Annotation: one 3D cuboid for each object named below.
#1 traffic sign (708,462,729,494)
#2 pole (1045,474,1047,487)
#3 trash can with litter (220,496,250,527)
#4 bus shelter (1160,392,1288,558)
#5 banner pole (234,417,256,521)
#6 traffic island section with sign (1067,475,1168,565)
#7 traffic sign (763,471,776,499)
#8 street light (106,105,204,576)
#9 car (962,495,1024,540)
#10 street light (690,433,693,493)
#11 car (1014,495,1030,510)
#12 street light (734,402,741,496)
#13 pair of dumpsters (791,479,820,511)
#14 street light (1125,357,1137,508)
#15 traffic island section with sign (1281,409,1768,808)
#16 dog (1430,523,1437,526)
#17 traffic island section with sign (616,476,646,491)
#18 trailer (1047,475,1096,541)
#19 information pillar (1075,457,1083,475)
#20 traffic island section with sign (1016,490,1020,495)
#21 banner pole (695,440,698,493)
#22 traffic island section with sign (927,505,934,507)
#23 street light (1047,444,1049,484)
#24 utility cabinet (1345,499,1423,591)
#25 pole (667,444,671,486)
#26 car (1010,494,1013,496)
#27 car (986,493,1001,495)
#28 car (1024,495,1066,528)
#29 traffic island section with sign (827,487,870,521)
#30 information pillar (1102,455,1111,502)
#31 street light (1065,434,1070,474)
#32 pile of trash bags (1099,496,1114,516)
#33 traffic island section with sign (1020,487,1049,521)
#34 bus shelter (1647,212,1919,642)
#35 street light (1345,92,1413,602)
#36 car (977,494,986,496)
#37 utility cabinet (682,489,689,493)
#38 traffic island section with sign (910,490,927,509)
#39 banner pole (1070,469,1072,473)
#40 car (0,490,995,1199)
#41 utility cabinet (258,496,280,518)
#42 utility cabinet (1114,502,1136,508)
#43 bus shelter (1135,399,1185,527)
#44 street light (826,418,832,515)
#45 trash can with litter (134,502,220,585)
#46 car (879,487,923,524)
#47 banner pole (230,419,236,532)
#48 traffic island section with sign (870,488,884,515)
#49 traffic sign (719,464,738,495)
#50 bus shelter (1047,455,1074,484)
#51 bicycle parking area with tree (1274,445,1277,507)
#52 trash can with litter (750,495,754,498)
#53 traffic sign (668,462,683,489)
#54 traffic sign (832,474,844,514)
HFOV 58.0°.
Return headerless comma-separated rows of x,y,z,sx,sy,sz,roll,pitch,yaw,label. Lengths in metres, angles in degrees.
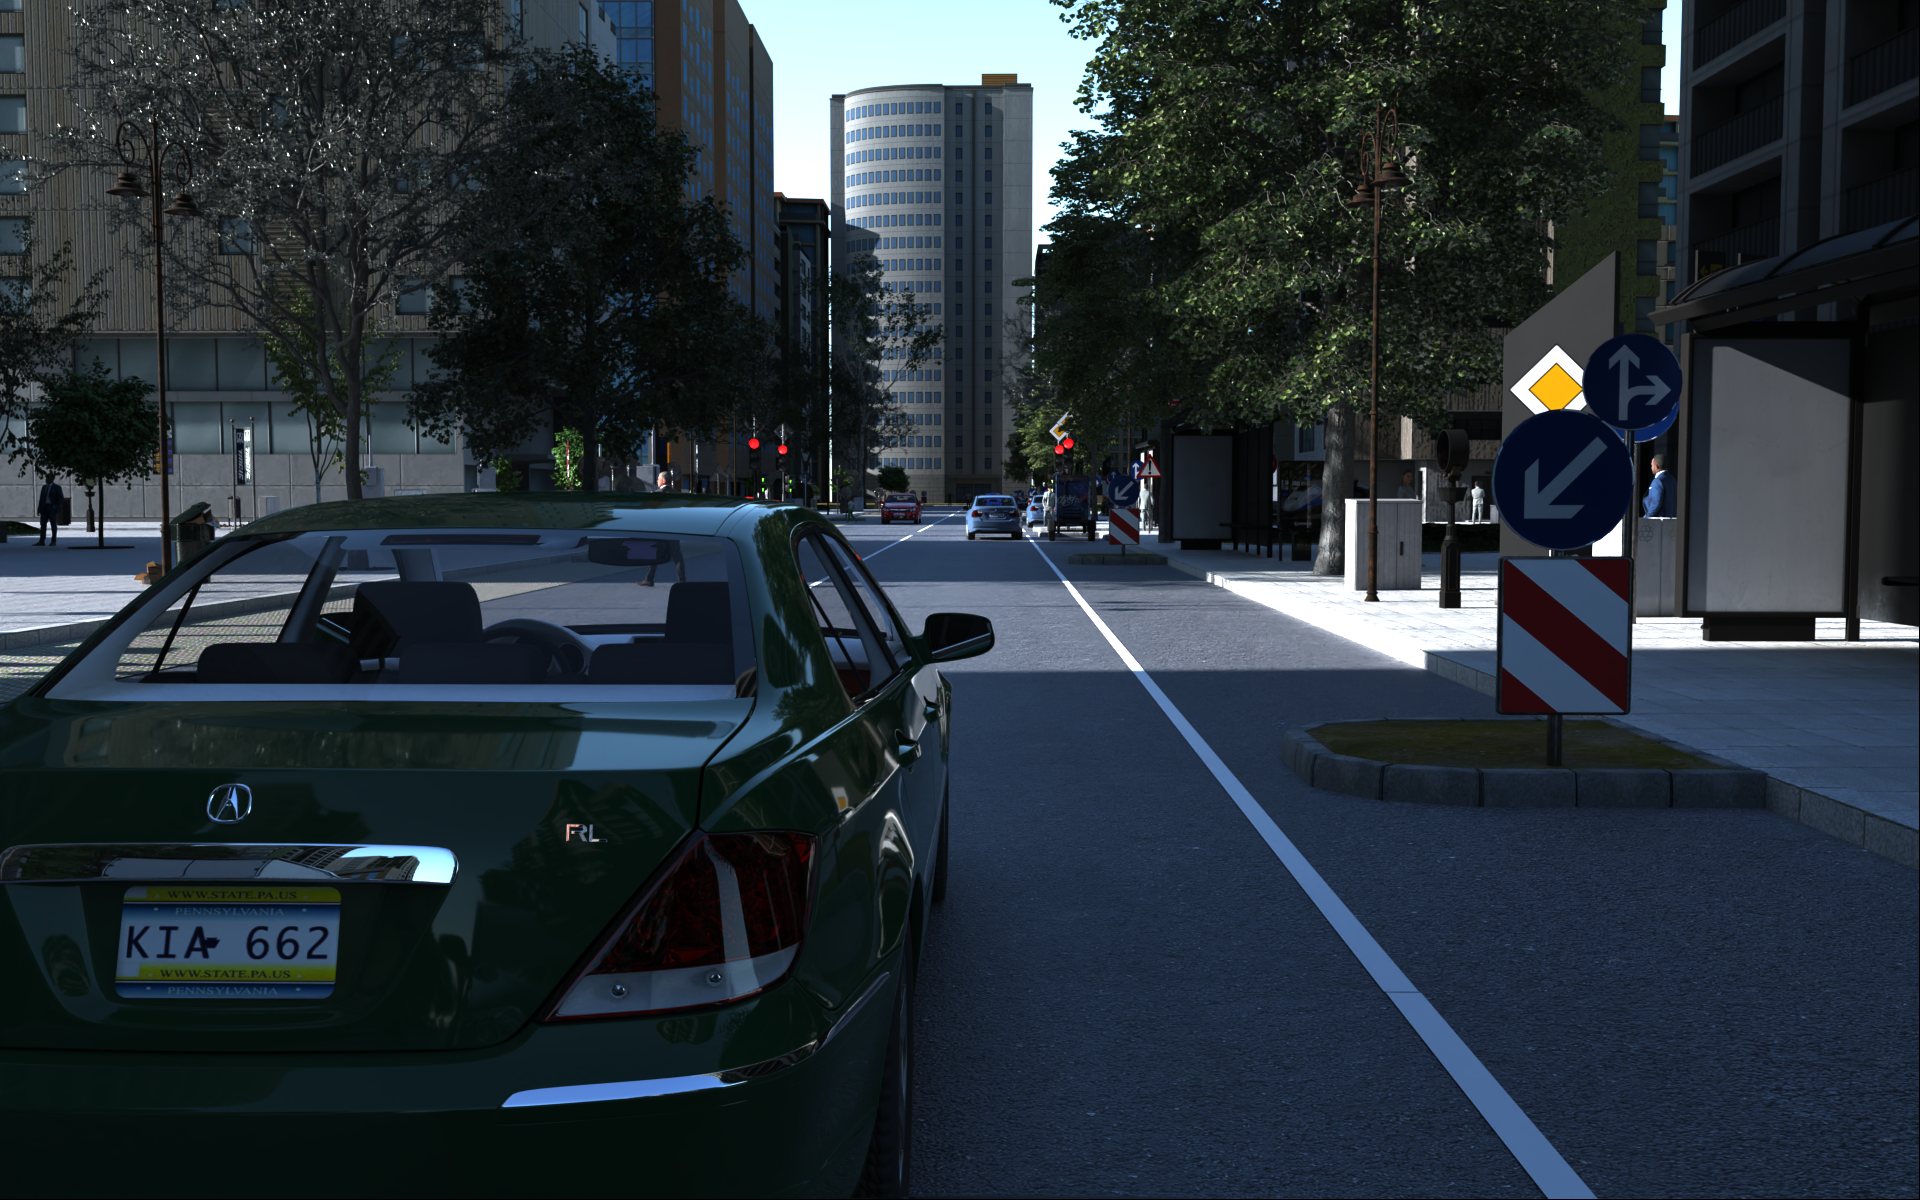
-9.881,-4.335,70.881,0.884,2.594,0.081,0,4,7,traffic sign
6.580,-8.484,132.556,0.158,3.312,0.155,0,3,0,pole
-28.579,-3.457,67.577,2.233,1.210,1.678,1,4,14,trash can with litter
5.571,-2.649,37.242,2.014,3.302,5.546,0,4,1,bus shelter
-23.112,-4.061,56.417,0.863,3.779,0.401,3,5,42,banner pole
3.242,-1.675,36.012,1.989,1.847,2.006,0,4,1,traffic island section with sign
-10.599,-5.862,95.954,0.768,2.556,0.104,0,4,7,traffic sign
-9.761,-2.959,21.162,0.468,5.910,1.993,0,4,1,street light
1.083,-2.664,55.557,2.014,1.417,4.499,0,4,-1,car
-9.053,-5.235,58.374,0.468,5.910,1.993,0,4,1,street light
4.873,-7.496,135.135,1.945,1.354,3.894,0,4,2,car
-8.806,-5.814,67.842,0.468,5.910,1.993,0,4,1,street light
-9.574,-6.373,106.699,1.574,2.255,4.437,0,4,1,pair of dumpsters
5.682,-5.212,58.005,0.468,5.910,1.993,0,4,1,street light
2.721,-0.014,8.862,1.989,1.847,2.006,0,4,1,traffic island section with sign
13.079,-1.848,47.040,0.406,0.507,0.540,3,5,44,dog
-7.065,-1.731,36.929,1.989,1.847,2.006,0,4,1,traffic island section with sign
3.451,-2.856,53.743,1.471,1.999,3.904,0,4,3,trailer
7.503,-7.187,108.866,0.504,3.616,0.183,1,4,10,information pillar
4.825,-6.708,118.303,1.989,1.847,2.006,0,4,1,traffic island section with sign
-11.205,-5.117,73.685,0.401,3.779,0.863,-1,4,-17,banner pole
-4.000,-11.484,196.387,1.989,1.847,2.006,0,4,1,traffic island section with sign
7.231,-10.298,141.168,0.468,5.910,1.993,0,4,1,street light
5.683,-0.737,23.218,1.020,1.237,0.306,-1,4,-18,utility cabinet
-11.536,-4.567,68.512,0.158,3.312,0.155,0,3,0,pole
5.811,-10.468,179.940,1.959,1.807,4.718,0,4,1,car
2.640,-7.812,137.314,1.945,1.707,3.694,0,4,0,car
3.777,-3.863,75.156,2.014,1.417,4.499,0,4,1,car
-6.002,-5.092,91.890,1.989,1.847,2.006,0,4,1,traffic island section with sign
8.878,-6.940,104.816,0.504,3.616,0.183,1,4,15,information pillar
6.556,-8.022,103.954,0.468,5.910,1.993,0,4,1,street light
9.154,-5.552,100.522,1.912,1.369,3.447,0,4,-1,pile of trash bags
4.310,-5.057,91.316,1.989,1.847,2.006,0,4,1,traffic island section with sign
7.010,-1.138,12.531,2.014,3.302,5.546,0,4,1,bus shelter
4.923,-2.919,20.518,0.468,5.910,1.993,0,4,1,street light
2.529,-11.087,191.065,2.009,1.686,4.222,0,4,2,car
-12.402,-4.261,78.343,0.318,1.500,1.173,0,4,-8,utility cabinet
-4.522,-9.806,168.948,1.989,1.847,2.006,0,4,1,traffic island section with sign
6.547,-7.108,106.233,0.863,3.779,0.401,3,4,38,banner pole
-0.971,0.432,4.729,2.131,1.459,4.920,0,4,1,car
-23.557,-2.932,59.097,0.306,1.237,1.020,0,4,2,utility cabinet
8.069,-4.654,84.776,1.173,1.500,0.318,-2,4,-33,utility cabinet
8.363,-5.696,70.755,2.179,5.291,8.768,0,4,1,bus shelter
-8.061,-8.126,105.656,0.468,5.910,1.993,0,4,1,street light
-11.201,-0.819,24.784,1.055,1.170,0.624,-3,5,-45,trash can with litter
-2.819,-4.568,83.729,2.155,1.783,4.494,0,4,1,car
-24.213,-4.164,58.098,0.401,3.779,0.863,1,4,12,banner pole
-5.486,-6.744,118.885,1.989,1.847,2.006,0,4,1,traffic island section with sign
-10.016,-4.575,74.810,0.884,2.594,0.081,0,4,4,traffic sign
7.923,-9.659,135.548,2.179,5.291,8.768,0,4,1,bus shelter
19.702,-6.781,97.877,9.016,4.147,8.231,-2,4,-24,bicycle parking area with tree
-10.332,-4.744,88.615,2.233,1.210,1.678,0,4,-2,trash can with litter
-11.296,-4.163,68.172,0.768,2.556,0.104,0,4,2,traffic sign
-7.847,-6.788,111.084,0.768,2.556,0.104,0,4,8,traffic sign
